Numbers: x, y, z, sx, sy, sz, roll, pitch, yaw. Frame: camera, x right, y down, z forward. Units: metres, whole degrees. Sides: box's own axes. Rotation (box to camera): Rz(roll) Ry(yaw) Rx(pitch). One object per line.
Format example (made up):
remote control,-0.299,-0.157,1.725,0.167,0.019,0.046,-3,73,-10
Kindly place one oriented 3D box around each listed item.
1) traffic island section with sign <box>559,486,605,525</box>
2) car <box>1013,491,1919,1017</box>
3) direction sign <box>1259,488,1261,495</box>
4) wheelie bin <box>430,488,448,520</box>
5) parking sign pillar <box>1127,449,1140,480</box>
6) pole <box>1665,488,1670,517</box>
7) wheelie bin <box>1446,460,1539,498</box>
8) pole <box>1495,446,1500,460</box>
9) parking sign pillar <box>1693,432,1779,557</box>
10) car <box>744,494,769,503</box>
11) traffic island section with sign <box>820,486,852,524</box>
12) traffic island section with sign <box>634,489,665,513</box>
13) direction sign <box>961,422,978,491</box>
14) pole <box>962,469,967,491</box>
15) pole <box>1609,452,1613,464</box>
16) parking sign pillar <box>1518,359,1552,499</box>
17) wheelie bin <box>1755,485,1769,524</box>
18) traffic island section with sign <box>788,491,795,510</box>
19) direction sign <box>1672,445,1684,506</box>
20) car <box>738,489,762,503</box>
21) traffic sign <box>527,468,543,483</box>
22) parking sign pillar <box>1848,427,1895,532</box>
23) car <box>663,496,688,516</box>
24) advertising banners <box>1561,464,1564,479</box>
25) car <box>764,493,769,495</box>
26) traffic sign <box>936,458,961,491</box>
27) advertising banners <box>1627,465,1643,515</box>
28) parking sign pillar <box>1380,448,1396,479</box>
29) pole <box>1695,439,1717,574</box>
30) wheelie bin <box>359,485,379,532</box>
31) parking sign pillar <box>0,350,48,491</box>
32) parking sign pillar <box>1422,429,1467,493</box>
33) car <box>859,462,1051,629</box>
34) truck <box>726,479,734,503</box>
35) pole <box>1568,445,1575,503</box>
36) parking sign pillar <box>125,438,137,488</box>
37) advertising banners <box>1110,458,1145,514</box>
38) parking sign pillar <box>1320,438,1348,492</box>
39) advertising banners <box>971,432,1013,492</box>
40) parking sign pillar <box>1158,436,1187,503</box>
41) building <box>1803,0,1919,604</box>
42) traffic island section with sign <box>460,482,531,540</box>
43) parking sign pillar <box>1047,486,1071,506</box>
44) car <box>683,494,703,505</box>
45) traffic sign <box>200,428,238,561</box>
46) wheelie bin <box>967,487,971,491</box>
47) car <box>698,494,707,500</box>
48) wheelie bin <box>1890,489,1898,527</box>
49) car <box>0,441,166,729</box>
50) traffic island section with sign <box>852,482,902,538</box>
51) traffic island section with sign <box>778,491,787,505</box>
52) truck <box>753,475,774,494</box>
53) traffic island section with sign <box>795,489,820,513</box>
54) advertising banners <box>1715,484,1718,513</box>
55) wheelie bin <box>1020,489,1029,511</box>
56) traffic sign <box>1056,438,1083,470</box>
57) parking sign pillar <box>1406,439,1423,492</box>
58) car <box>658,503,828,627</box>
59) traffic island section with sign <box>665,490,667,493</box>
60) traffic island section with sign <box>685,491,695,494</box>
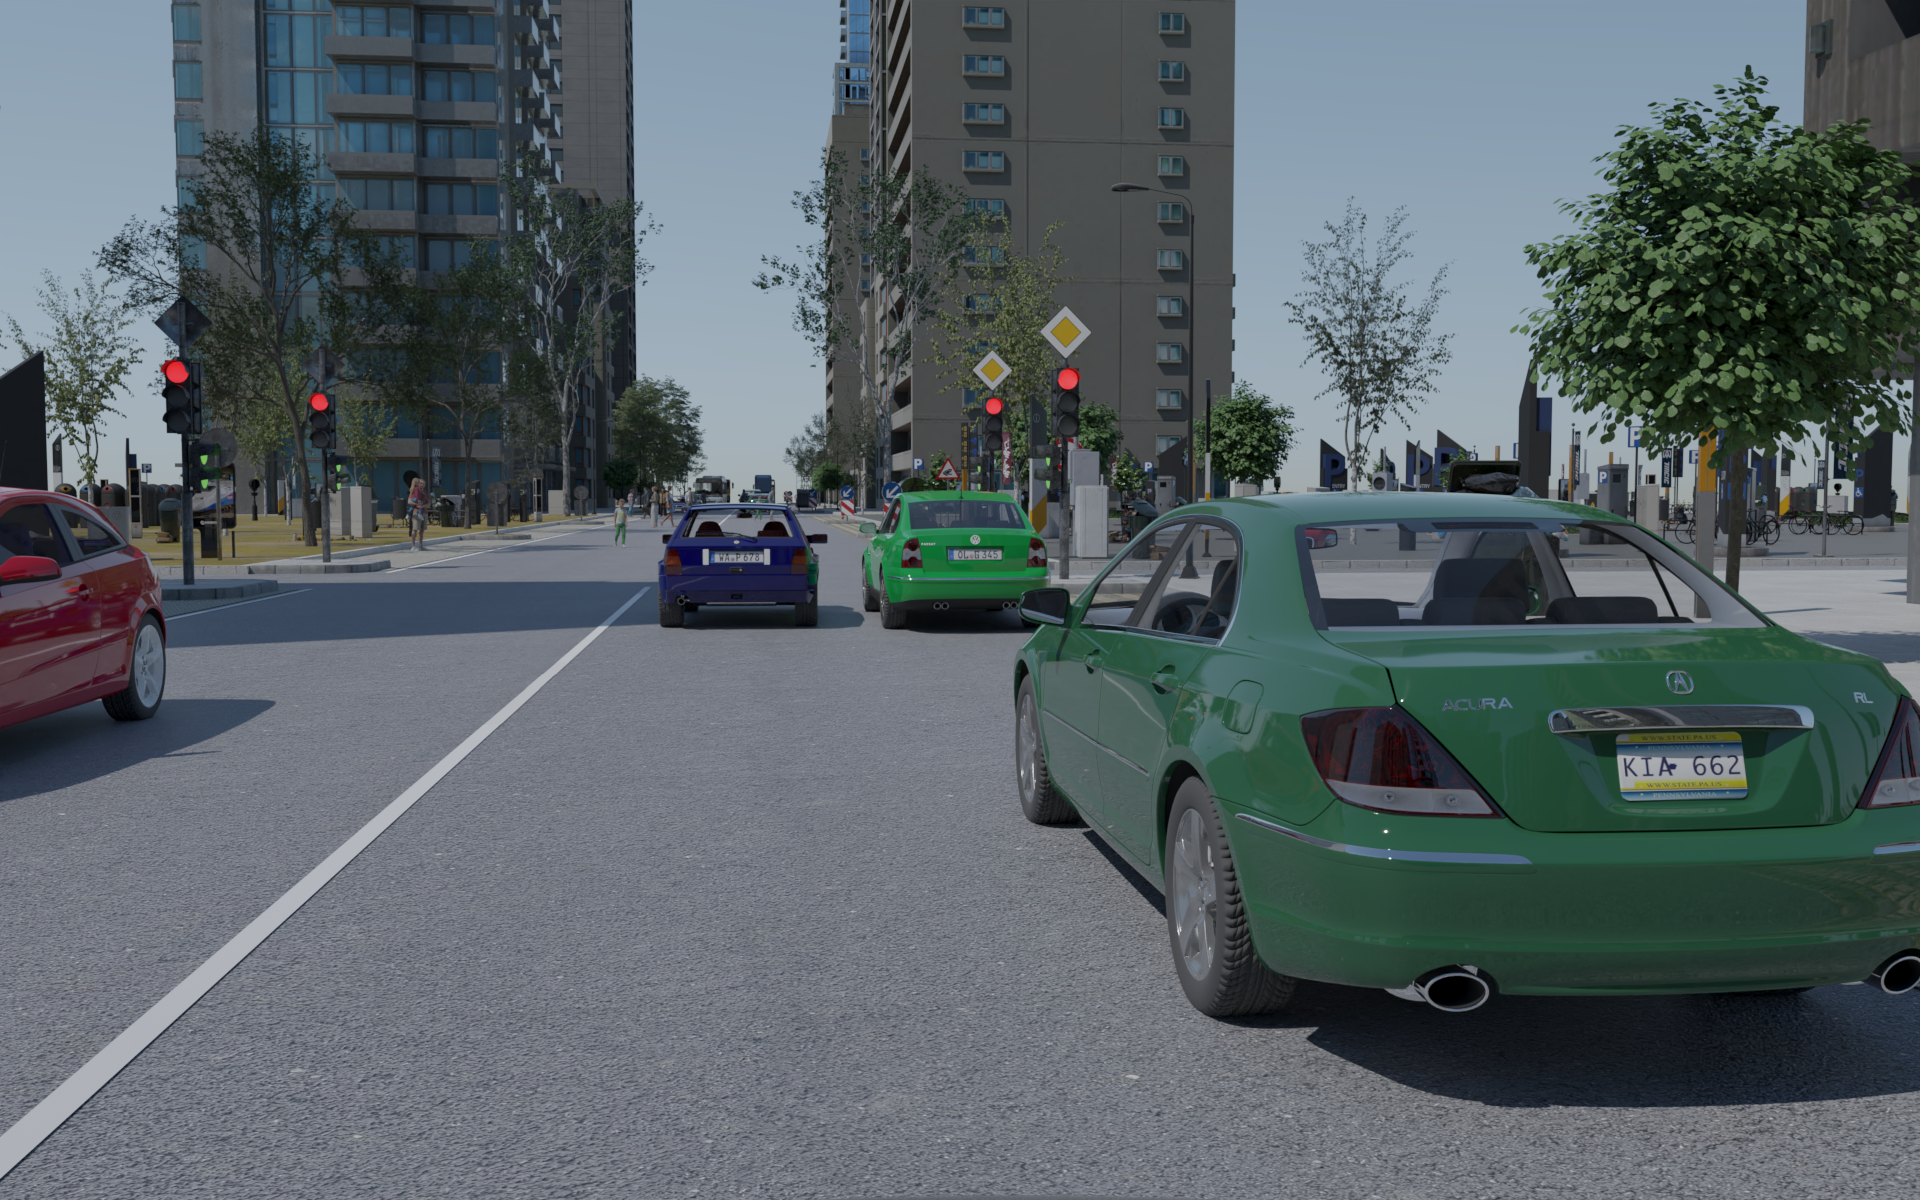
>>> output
traffic island section with sign,-17.690,-4.429,81.036,1.989,1.847,2.006,0,4,-7
car,1.361,0.338,6.272,2.131,1.459,4.920,0,4,-7
direction sign,9.855,-3.969,56.886,0.379,3.537,0.876,1,4,20
wheelie bin,-25.378,-4.676,84.369,0.980,1.594,0.693,-3,4,-36
parking sign pillar,10.158,-6.980,102.602,1.447,3.967,1.447,-2,4,-27
pole,36.280,-5.809,88.820,0.158,3.312,0.155,0,3,0
wheelie bin,4.944,-0.508,16.221,0.980,1.594,0.693,0,4,5
pole,22.594,-4.833,72.867,0.158,3.312,0.155,0,3,0
parking sign pillar,16.072,-2.906,35.983,1.447,3.967,1.447,1,4,18
car,-13.769,-6.555,118.969,2.131,1.459,4.920,0,4,-8
traffic island section with sign,-5.577,-4.577,83.468,1.989,1.847,2.006,0,4,-7
traffic island section with sign,-23.738,-7.538,131.878,1.989,1.847,2.006,0,4,-7
direction sign,0.295,-3.837,54.724,0.379,3.537,0.876,-2,4,-34
pole,0.160,-4.046,59.991,0.158,3.312,0.155,0,3,0
pole,31.394,-5.489,83.585,0.158,3.312,0.155,0,3,0
parking sign pillar,11.674,-2.862,35.258,1.447,3.967,1.447,1,4,9
wheelie bin,28.695,-3.339,62.497,0.693,1.594,0.980,-3,5,-42
traffic island section with sign,-14.559,-9.198,159.021,1.989,1.847,2.006,0,4,-7
direction sign,33.538,-5.441,80.959,0.876,3.537,0.379,-3,4,-38
car,-17.557,-8.393,145.903,2.281,1.827,5.304,-1,4,-9
traffic sign,-20.435,-5.092,83.364,0.768,2.556,0.104,0,4,-2
parking sign pillar,31.062,-4.308,58.914,1.447,3.967,1.447,-1,4,-22
car,-18.448,-6.141,112.990,1.945,1.354,3.894,0,4,-8
advertising banners,34.844,-6.397,100.781,0.090,3.025,2.074,0,4,4
car,-24.020,-12.459,212.745,2.155,1.783,4.494,0,4,-7
traffic sign,-0.422,-3.755,61.399,0.884,2.594,0.081,0,4,1
advertising banners,39.914,-6.513,102.675,2.074,3.025,0.090,-3,5,-39
parking sign pillar,25.287,-6.966,102.368,1.447,3.967,1.447,3,5,39
pole,7.696,-1.468,17.844,0.158,3.312,0.155,0,3,0
wheelie bin,-20.044,-3.081,58.285,0.693,1.594,0.980,1,4,13
parking sign pillar,-17.624,-2.665,32.051,1.447,3.967,1.447,2,4,28
parking sign pillar,20.271,-5.091,71.716,1.447,3.967,1.447,3,5,45
car,-0.133,-0.676,19.855,1.959,1.807,4.718,0,4,-7
truck,-31.244,-14.064,225.862,3.469,3.379,9.791,0,4,-8
pole,25.201,-4.744,71.401,0.158,3.312,0.155,0,3,0
parking sign pillar,-40.051,-5.824,83.691,1.447,3.967,1.447,-2,4,-28
advertising banners,8.153,-5.322,83.208,2.074,3.025,0.090,0,4,-1
parking sign pillar,18.133,-5.845,84.037,1.447,3.967,1.447,-1,4,-15
advertising banners,0.884,-3.248,49.292,0.090,3.025,2.074,-2,4,-35
parking sign pillar,9.841,-5.608,80.164,1.447,3.967,1.447,0,4,2
building,16.749,-15.011,17.132,14.160,30.474,14.107,0,4,-7
traffic island section with sign,-14.514,-2.791,54.268,1.989,1.847,2.006,0,4,-7
parking sign pillar,5.561,-6.635,96.948,1.447,3.967,1.447,-1,4,-14
car,-22.075,-7.968,142.067,2.131,1.459,4.920,0,4,-6
traffic sign,-14.290,-2.034,33.366,0.768,2.556,0.104,0,4,-3
wheelie bin,0.568,-4.408,79.979,0.693,1.594,0.980,-1,4,-18
car,-22.648,-8.307,147.611,2.131,1.459,4.920,-1,4,-9
wheelie bin,34.012,-3.410,63.668,0.980,1.594,0.693,-1,4,-19
car,-5.863,-0.027,9.481,2.155,1.783,4.494,0,4,-7
traffic island section with sign,-2.384,-2.940,56.702,1.989,1.847,2.006,0,4,-7
traffic island section with sign,-24.437,-14.277,242.056,1.989,1.847,2.006,0,4,-7
truck,-26.807,-15.035,235.578,2.967,4.110,18.799,0,4,-6
traffic island section with sign,-11.378,-7.561,132.253,1.989,1.847,2.006,0,4,-7
advertising banners,32.428,-4.774,74.247,0.090,3.025,2.074,2,4,26
wheelie bin,3.621,-5.616,99.737,0.693,1.594,0.980,-1,4,-17
traffic sign,2.372,-2.357,38.636,0.768,2.556,0.104,0,4,2
parking sign pillar,22.481,-5.891,84.788,1.447,3.967,1.447,1,4,14
car,-2.500,-0.455,20.025,1.945,1.354,3.894,0,4,-5
traffic island section with sign,-26.930,-9.175,158.644,1.989,1.847,2.006,0,4,-7
traffic island section with sign,-33.348,-12.476,212.602,1.989,1.847,2.006,0,4,-7
